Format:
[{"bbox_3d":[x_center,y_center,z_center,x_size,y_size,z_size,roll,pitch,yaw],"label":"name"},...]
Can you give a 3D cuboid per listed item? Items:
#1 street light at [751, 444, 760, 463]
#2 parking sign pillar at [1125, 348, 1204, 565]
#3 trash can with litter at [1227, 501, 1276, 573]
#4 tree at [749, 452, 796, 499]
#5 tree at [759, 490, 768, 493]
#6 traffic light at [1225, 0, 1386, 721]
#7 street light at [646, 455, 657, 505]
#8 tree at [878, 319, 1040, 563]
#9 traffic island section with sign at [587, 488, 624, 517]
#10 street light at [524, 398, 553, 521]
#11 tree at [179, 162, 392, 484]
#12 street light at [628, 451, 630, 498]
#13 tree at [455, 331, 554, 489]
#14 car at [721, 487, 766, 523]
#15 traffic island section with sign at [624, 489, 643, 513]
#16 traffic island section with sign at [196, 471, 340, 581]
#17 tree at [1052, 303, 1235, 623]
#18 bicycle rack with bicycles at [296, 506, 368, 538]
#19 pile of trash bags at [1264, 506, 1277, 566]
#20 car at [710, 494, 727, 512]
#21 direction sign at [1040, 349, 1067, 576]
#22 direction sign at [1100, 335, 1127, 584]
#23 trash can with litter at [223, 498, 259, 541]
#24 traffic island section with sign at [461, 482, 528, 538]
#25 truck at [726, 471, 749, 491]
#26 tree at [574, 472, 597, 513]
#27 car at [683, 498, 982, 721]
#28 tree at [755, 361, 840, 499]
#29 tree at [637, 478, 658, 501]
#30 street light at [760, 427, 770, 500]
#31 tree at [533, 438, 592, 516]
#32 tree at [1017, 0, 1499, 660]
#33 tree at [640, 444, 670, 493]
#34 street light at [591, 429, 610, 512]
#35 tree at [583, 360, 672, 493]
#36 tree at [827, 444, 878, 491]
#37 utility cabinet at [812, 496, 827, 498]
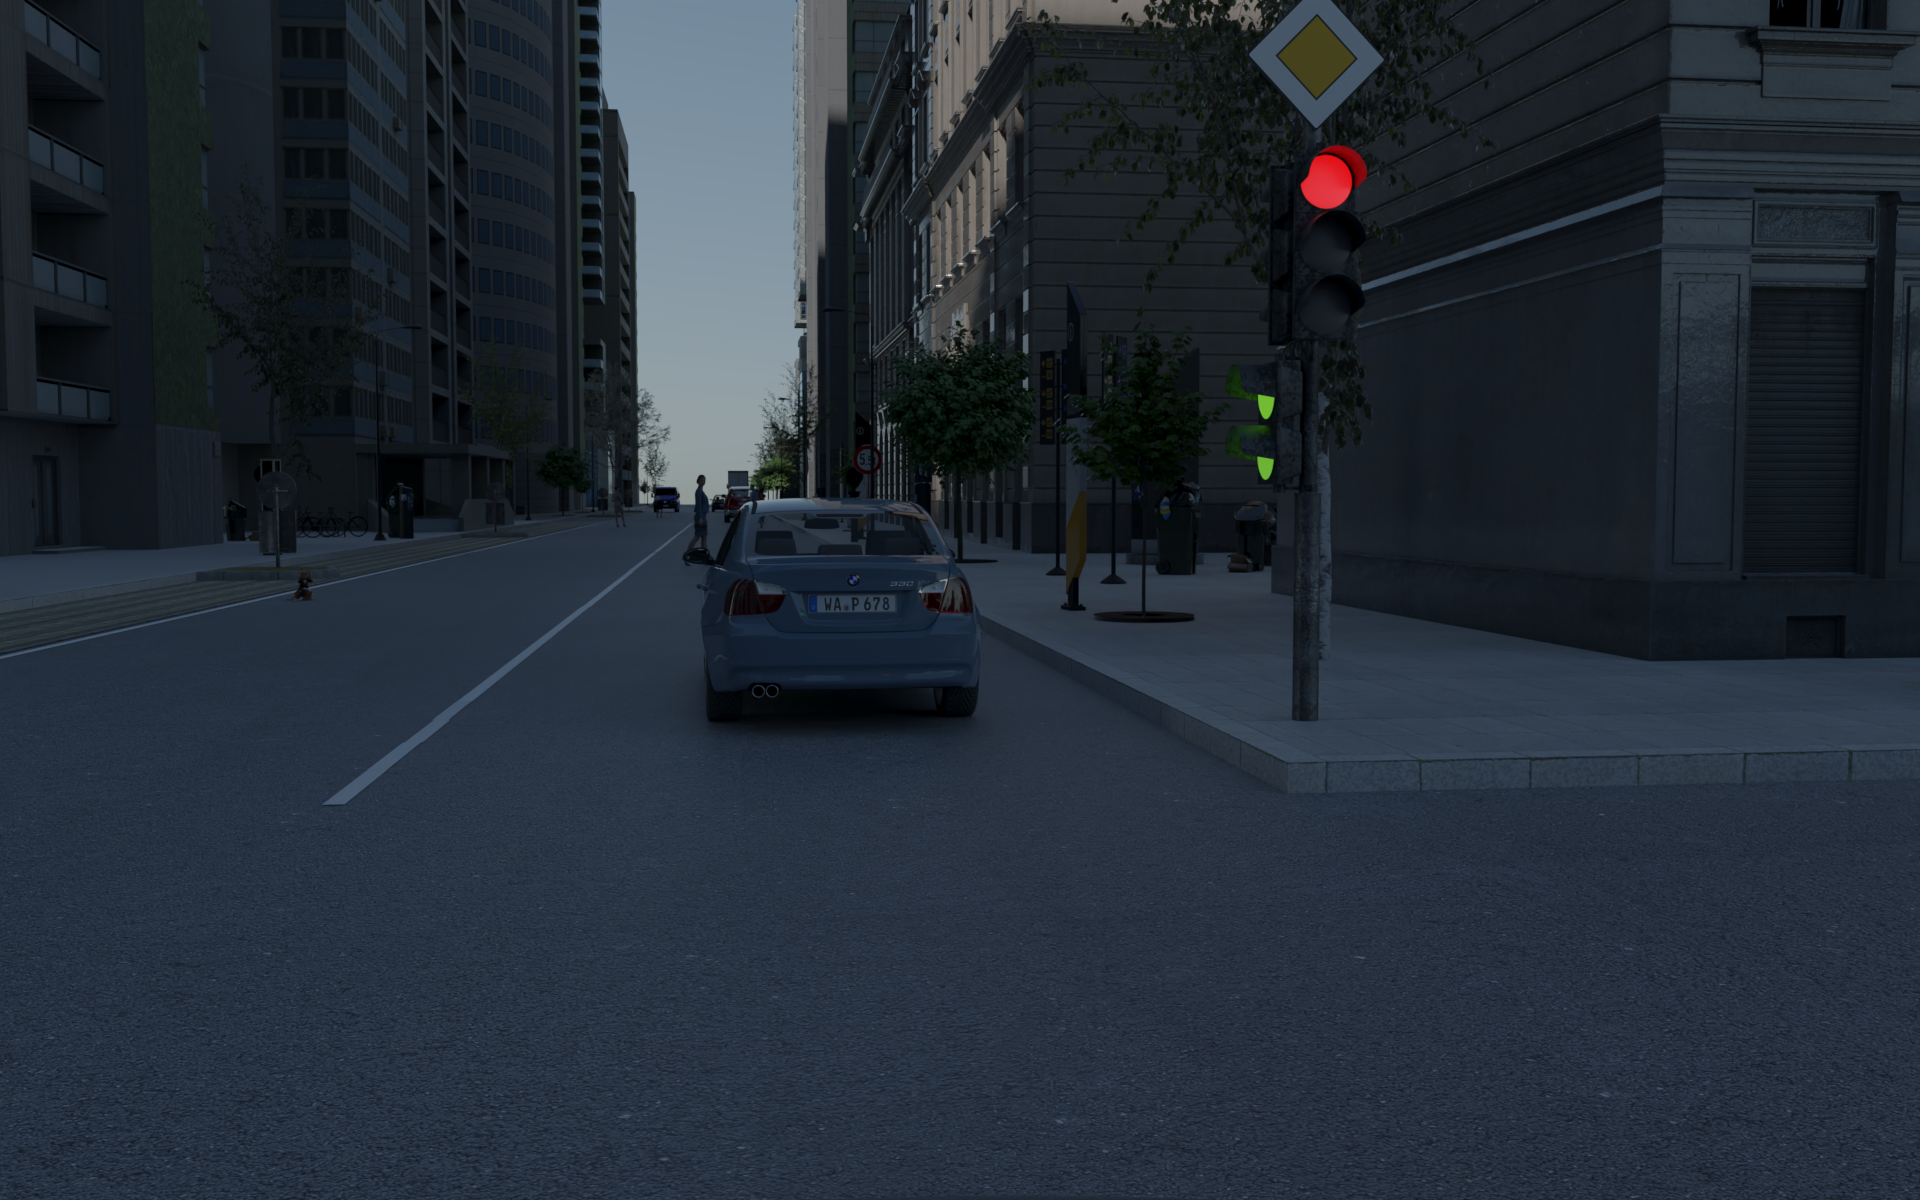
[{"bbox_3d":[-18.275,-11.470,160.082,1.470,5.913,1.316,0,4,-8],"label":"street light"},{"bbox_3d":[3.768,-2.647,31.756,1.447,3.967,1.447,-3,4,-36],"label":"parking sign pillar"},{"bbox_3d":[4.792,-1.053,28.601,0.624,1.170,1.055,2,4,24],"label":"trash can with litter"},{"bbox_3d":[-14.366,-9.361,136.769,4.285,4.588,4.351,0,3,0],"label":"tree"},{"bbox_3d":[-25.708,-14.003,223.547,1.663,3.219,1.824,0,3,0],"label":"tree"},{"bbox_3d":[1.942,-1.272,9.726,0.839,4.253,0.868,0,4,-8],"label":"traffic light"},{"bbox_3d":[-36.783,-14.326,206.763,1.470,5.913,1.316,0,4,-8],"label":"street light"},{"bbox_3d":[0.036,-2.996,32.704,4.285,4.588,4.351,0,3,0],"label":"tree"},{"bbox_3d":[-22.015,-6.022,107.087,1.989,1.847,2.006,0,4,-8],"label":"traffic island section with sign"},{"bbox_3d":[-20.392,-6.809,83.868,1.470,5.913,1.316,0,4,-8],"label":"street light"},{"bbox_3d":[-15.387,-5.454,39.543,4.360,8.622,3.978,0,3,0],"label":"tree"},{"bbox_3d":[-31.395,-11.895,167.024,1.470,5.913,1.316,0,4,-8],"label":"street light"},{"bbox_3d":[-20.856,-7.899,79.518,4.737,8.622,4.395,0,3,0],"label":"tree"},{"bbox_3d":[-11.073,-4.897,88.732,2.281,1.827,5.304,0,4,-8],"label":"car"},{"bbox_3d":[-25.629,-7.688,134.321,1.989,1.847,2.006,0,4,-8],"label":"traffic island section with sign"},{"bbox_3d":[-11.679,-1.272,29.419,1.989,1.847,2.006,0,4,-8],"label":"traffic island section with sign"},{"bbox_3d":[1.870,-1.417,17.776,1.663,3.219,1.824,0,3,0],"label":"tree"},{"bbox_3d":[-19.152,-2.333,51.520,2.925,0.926,2.852,-2,4,-25],"label":"bicycle rack with bicycles"},{"bbox_3d":[7.075,-1.267,30.471,3.447,1.369,1.912,0,4,7],"label":"pile of trash bags"},{"bbox_3d":[-19.122,-7.921,139.299,2.009,1.686,4.222,-1,4,-9],"label":"car"},{"bbox_3d":[1.545,-2.157,27.260,0.379,3.537,0.876,-3,4,-37],"label":"direction sign"},{"bbox_3d":[2.199,-2.002,24.723,0.379,3.537,0.876,2,4,27],"label":"direction sign"},{"bbox_3d":[-19.511,-2.190,47.200,1.055,1.170,0.624,-3,5,-40],"label":"trash can with litter"},{"bbox_3d":[-15.400,-2.985,57.431,1.989,1.847,2.006,0,4,-8],"label":"traffic island section with sign"},{"bbox_3d":[-27.183,-13.654,212.154,2.839,4.237,11.283,0,4,-8],"label":"truck"},{"bbox_3d":[-26.158,-7.637,119.466,1.663,3.219,1.824,0,3,0],"label":"tree"},{"bbox_3d":[-0.953,-0.019,12.312,2.014,1.417,4.499,-1,4,-9],"label":"car"},{"bbox_3d":[-8.679,-8.800,94.243,4.360,8.622,3.978,0,3,0],"label":"tree"},{"bbox_3d":[-36.809,-12.734,202.807,1.663,3.219,1.824,0,3,0],"label":"tree"},{"bbox_3d":[-12.894,-9.014,119.925,1.470,5.913,1.316,0,4,-8],"label":"street light"},{"bbox_3d":[-23.356,-7.237,102.031,4.285,4.588,4.351,0,3,0],"label":"tree"},{"bbox_3d":[2.567,-3.839,13.125,4.360,8.622,3.978,0,3,0],"label":"tree"},{"bbox_3d":[-40.245,-16.992,228.176,4.737,8.622,4.395,0,3,0],"label":"tree"},{"bbox_3d":[-25.554,-9.210,123.132,1.470,5.913,1.316,0,4,-8],"label":"street light"},{"bbox_3d":[-31.324,-15.098,157.220,12.009,13.543,11.850,0,3,0],"label":"tree"},{"bbox_3d":[-3.438,-3.958,59.316,1.663,3.219,1.824,0,3,0],"label":"tree"},{"bbox_3d":[-5.558,-3.508,68.511,0.306,1.237,1.020,1,4,13],"label":"utility cabinet"}]
